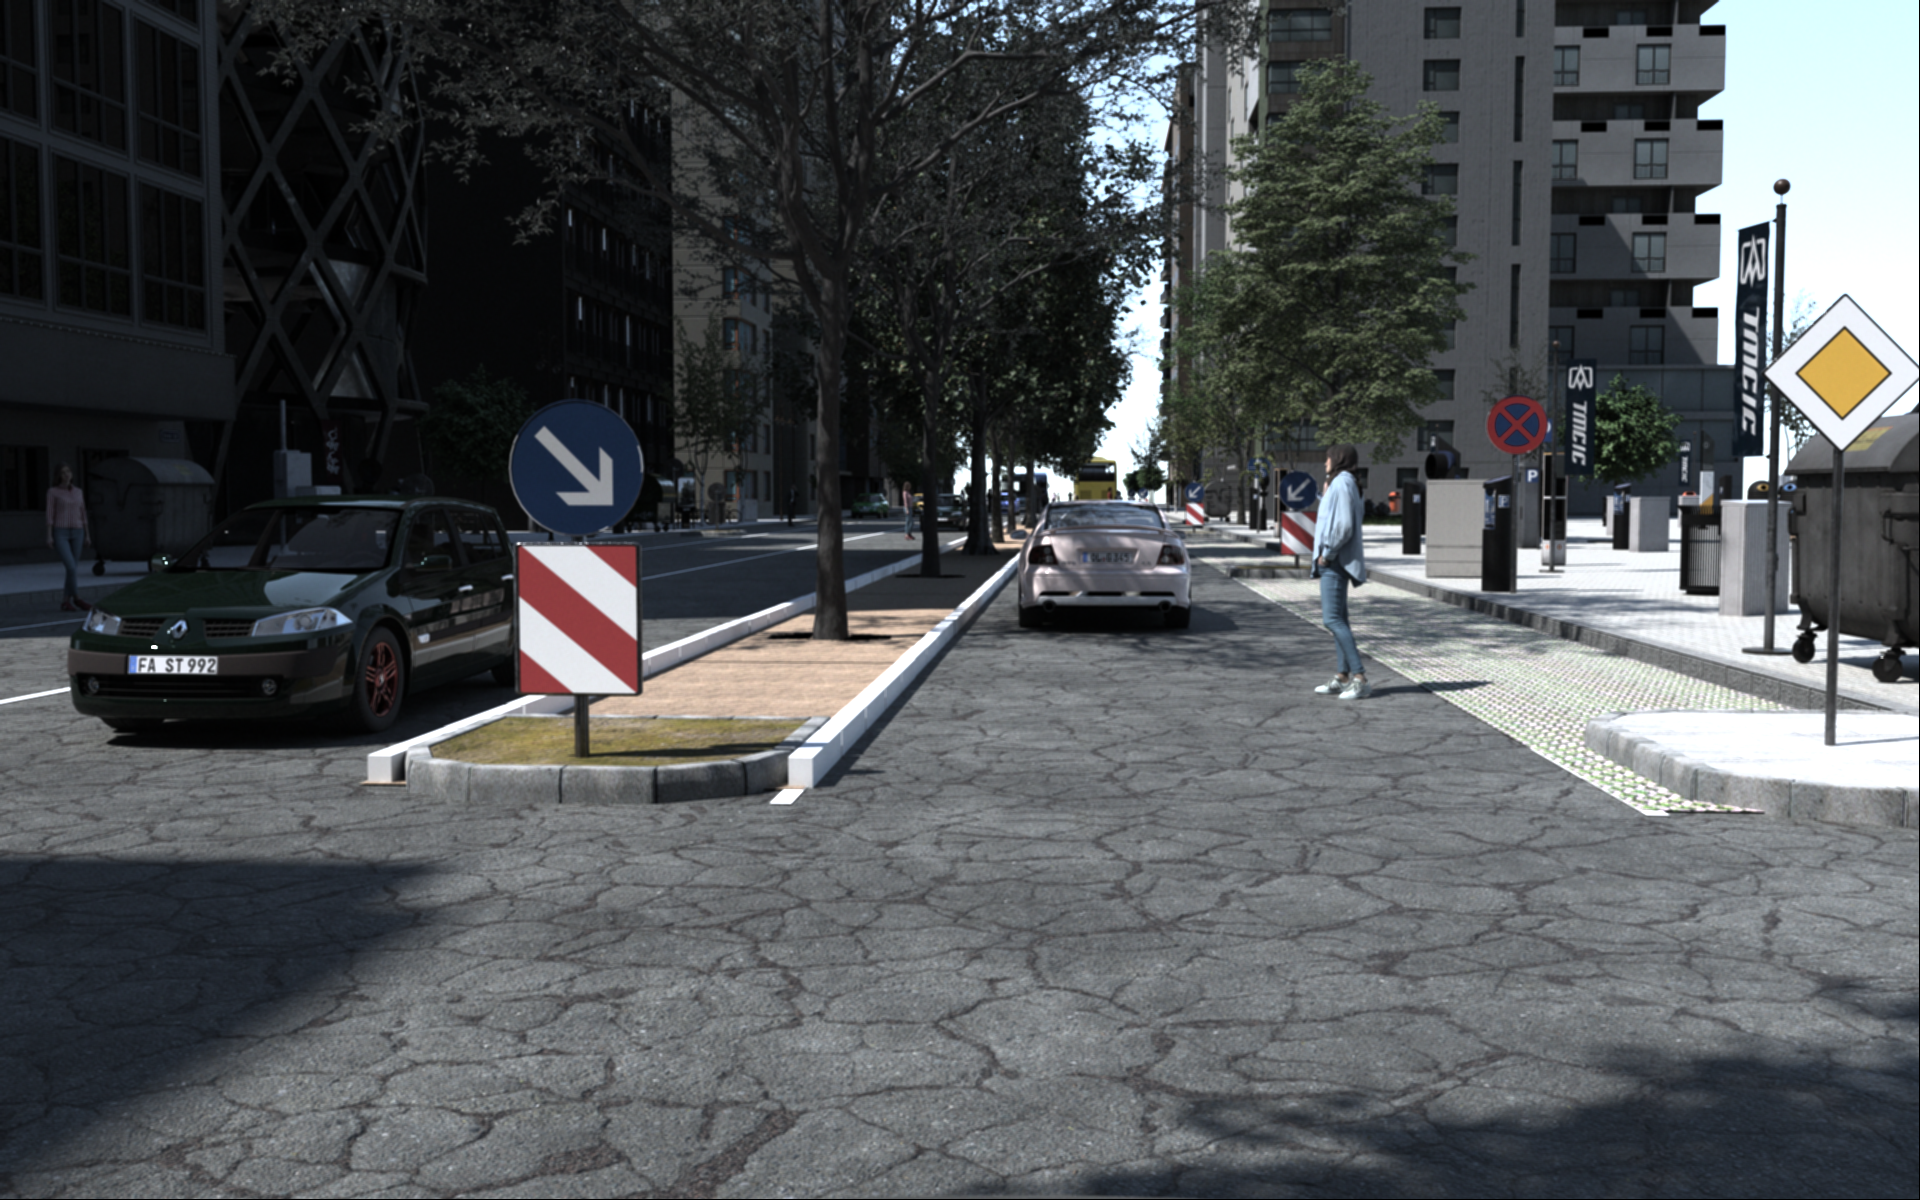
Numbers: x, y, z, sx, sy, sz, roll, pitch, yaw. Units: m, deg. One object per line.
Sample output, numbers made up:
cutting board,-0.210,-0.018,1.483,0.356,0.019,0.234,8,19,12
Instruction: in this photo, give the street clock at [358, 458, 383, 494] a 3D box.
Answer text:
street clock,-11.815,-1.845,34.735,0.471,2.002,0.358,-1,4,-18

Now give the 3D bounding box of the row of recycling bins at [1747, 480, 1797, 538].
row of recycling bins,24.976,-2.686,51.021,1.069,1.692,3.534,-3,5,-42

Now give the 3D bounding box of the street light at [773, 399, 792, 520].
street light,-8.685,-6.810,84.129,0.468,5.910,1.993,0,4,4

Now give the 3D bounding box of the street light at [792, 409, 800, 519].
street light,-8.397,-7.009,87.393,0.468,5.910,1.993,0,4,4

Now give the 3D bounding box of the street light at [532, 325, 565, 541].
street light,-11.264,-4.572,47.536,0.468,5.910,1.993,0,4,4

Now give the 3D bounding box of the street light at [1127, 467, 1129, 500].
street light,23.508,-16.495,242.474,0.468,5.910,1.993,0,4,4

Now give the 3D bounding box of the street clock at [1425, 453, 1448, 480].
street clock,8.492,-1.610,30.901,0.358,2.002,0.471,-1,4,-10

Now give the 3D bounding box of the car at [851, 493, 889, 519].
car,-5.261,-5.661,101.357,1.959,1.807,4.718,0,4,5

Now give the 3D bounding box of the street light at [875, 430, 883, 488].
street light,-5.783,-9.285,124.601,0.468,5.910,1.993,0,4,4

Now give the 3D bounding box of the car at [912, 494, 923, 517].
car,-2.335,-5.916,106.956,2.015,1.641,3.980,0,4,4

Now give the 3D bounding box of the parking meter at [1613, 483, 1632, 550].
parking meter,15.295,-1.932,40.004,0.372,1.533,0.369,0,3,0

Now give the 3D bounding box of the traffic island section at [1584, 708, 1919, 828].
traffic island section,4.462,0.821,8.853,2.009,0.180,2.903,0,4,4

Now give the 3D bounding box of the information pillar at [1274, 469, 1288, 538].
information pillar,9.384,-2.822,50.632,0.304,2.012,0.304,-1,4,-13

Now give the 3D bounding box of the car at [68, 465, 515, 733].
car,-4.189,-0.116,11.679,2.009,1.686,4.222,0,4,5

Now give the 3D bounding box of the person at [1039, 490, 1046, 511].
person,6.874,-8.269,144.404,0.721,1.736,1.217,2,4,28

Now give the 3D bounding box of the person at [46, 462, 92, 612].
person,-10.897,-0.772,21.129,0.388,1.821,0.555,1,4,22

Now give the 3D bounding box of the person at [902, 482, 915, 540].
person,-1.610,-2.801,54.308,0.388,1.821,0.555,0,4,3

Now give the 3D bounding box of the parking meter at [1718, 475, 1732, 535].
parking meter,23.838,-2.952,53.979,0.255,1.863,0.399,0,4,0

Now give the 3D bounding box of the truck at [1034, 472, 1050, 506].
truck,9.893,-13.940,217.676,2.967,4.110,18.799,0,4,4

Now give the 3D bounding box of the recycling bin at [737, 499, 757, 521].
recycling bin,-10.048,-4.236,81.814,0.722,1.027,0.722,-2,4,-35

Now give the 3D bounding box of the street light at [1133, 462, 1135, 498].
street light,20.685,-14.258,205.902,0.468,5.910,1.993,0,4,4

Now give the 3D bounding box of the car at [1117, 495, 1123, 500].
car,18.876,-12.203,209.745,2.015,1.641,3.980,0,4,3

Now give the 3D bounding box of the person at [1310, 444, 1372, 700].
person,2.730,-0.219,12.344,0.793,1.790,0.793,-1,4,-17

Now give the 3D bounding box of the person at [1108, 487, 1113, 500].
person,8.757,-5.639,100.634,0.705,1.831,1.348,1,4,13

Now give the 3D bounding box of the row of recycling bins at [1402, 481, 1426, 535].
row of recycling bins,15.232,-2.836,53.481,1.069,1.692,3.534,-3,5,-43

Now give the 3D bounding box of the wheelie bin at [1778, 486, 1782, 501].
wheelie bin,31.469,-3.538,65.755,0.980,1.594,0.693,0,4,6

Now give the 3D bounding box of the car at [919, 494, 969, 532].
car,-0.531,-3.501,67.028,2.009,1.686,4.222,0,4,5

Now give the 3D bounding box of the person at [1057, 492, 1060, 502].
person,13.435,-13.765,234.345,0.721,1.735,1.217,0,4,-5

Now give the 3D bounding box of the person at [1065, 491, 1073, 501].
person,12.932,-11.895,202.993,1.348,1.822,0.705,-1,4,-10

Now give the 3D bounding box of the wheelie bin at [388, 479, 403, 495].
wheelie bin,-12.009,-1.818,37.635,0.693,1.594,0.980,1,4,20

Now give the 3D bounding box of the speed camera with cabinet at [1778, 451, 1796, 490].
speed camera with cabinet,38.523,-5.206,79.449,2.038,3.252,0.660,0,4,-4

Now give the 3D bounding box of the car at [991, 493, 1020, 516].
car,3.078,-6.513,116.072,1.945,1.707,3.694,0,4,6

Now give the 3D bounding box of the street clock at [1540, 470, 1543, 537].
street clock,17.253,-2.862,51.357,0.358,2.002,0.471,-1,4,-17

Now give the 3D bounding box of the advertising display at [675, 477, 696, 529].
advertising display,-10.191,-3.614,64.295,0.123,1.923,0.974,2,4,34

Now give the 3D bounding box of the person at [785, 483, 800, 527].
person,-7.418,-4.216,76.793,0.474,1.900,0.648,2,4,32

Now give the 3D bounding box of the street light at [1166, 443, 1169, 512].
street light,14.627,-9.099,121.563,0.468,5.910,1.993,0,4,4

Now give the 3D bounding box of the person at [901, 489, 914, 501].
person,-3.639,-7.204,126.375,1.348,1.812,0.705,1,4,18

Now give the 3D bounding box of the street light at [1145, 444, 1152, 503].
street light,17.392,-11.336,158.139,0.468,5.910,1.993,0,4,4

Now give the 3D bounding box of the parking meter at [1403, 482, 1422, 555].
parking meter,9.608,-1.736,36.803,0.372,1.533,0.369,0,3,0

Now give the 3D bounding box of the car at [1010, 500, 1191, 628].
car,1.610,-0.466,19.978,2.083,1.381,4.827,0,4,3

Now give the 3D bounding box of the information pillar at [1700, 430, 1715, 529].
information pillar,27.203,-4.388,63.093,0.504,3.616,0.183,-1,4,-8

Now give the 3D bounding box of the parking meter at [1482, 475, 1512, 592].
parking meter,7.071,-0.879,22.789,0.372,1.533,0.369,0,3,0

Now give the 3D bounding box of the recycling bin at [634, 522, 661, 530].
recycling bin,-11.104,-2.994,61.504,0.722,1.027,0.722,3,5,39

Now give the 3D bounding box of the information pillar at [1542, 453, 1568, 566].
information pillar,10.643,-1.621,30.992,0.304,2.012,0.304,-1,4,-20

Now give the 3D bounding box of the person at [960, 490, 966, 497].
person,0.165,-6.918,122.274,0.621,1.740,0.551,0,4,-4

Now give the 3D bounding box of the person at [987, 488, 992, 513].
person,2.260,-7.432,129.643,0.705,1.869,1.348,-1,4,-17

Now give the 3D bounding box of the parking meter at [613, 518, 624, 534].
parking meter,-11.022,-2.903,55.867,0.372,1.533,0.369,0,3,0

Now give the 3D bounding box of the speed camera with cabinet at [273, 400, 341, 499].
speed camera with cabinet,-13.619,-2.556,36.122,0.660,3.252,2.038,-3,5,-44

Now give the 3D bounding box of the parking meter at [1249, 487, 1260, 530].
parking meter,10.610,-3.298,62.333,0.372,1.533,0.369,0,3,0

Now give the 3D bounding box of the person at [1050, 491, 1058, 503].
person,9.324,-9.954,172.183,0.756,1.711,0.436,1,4,19
